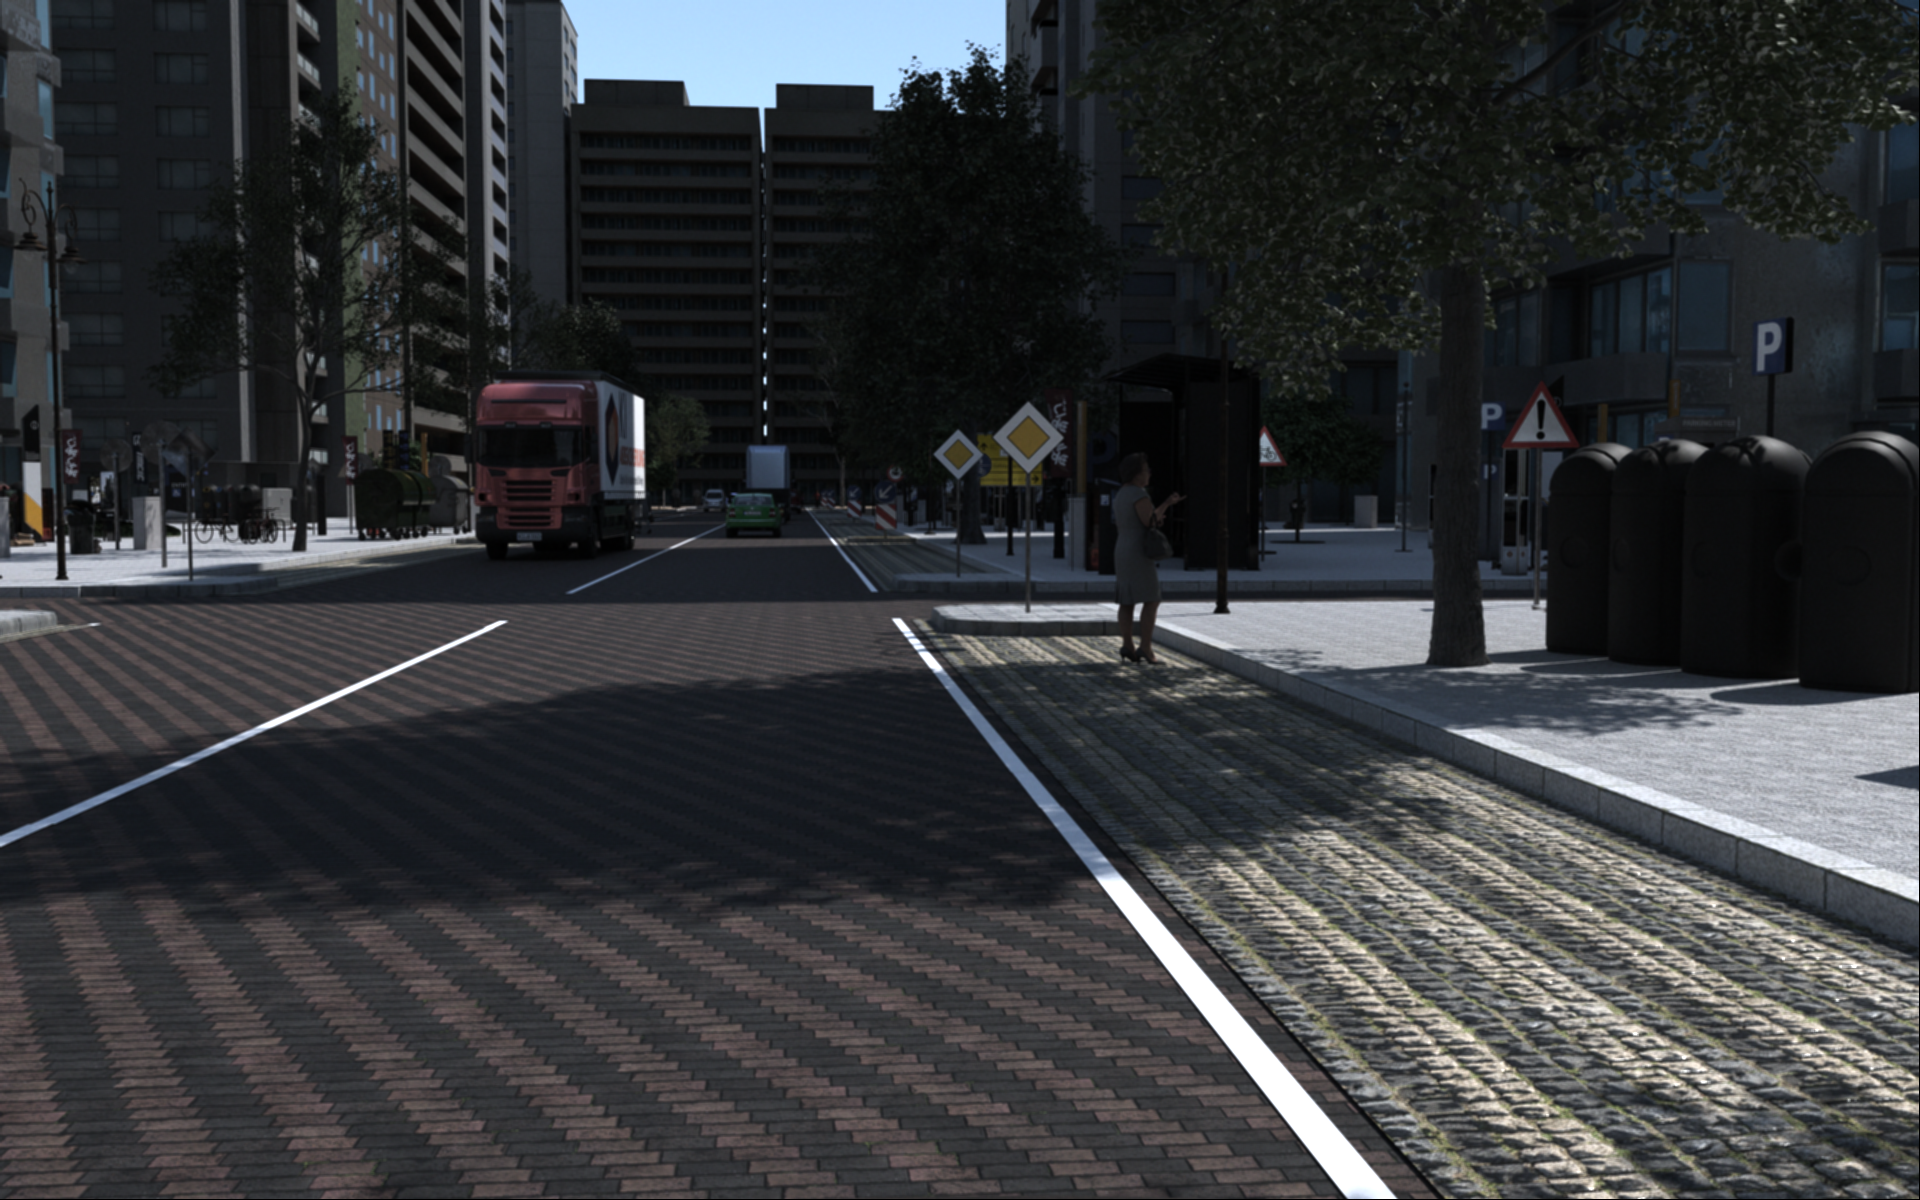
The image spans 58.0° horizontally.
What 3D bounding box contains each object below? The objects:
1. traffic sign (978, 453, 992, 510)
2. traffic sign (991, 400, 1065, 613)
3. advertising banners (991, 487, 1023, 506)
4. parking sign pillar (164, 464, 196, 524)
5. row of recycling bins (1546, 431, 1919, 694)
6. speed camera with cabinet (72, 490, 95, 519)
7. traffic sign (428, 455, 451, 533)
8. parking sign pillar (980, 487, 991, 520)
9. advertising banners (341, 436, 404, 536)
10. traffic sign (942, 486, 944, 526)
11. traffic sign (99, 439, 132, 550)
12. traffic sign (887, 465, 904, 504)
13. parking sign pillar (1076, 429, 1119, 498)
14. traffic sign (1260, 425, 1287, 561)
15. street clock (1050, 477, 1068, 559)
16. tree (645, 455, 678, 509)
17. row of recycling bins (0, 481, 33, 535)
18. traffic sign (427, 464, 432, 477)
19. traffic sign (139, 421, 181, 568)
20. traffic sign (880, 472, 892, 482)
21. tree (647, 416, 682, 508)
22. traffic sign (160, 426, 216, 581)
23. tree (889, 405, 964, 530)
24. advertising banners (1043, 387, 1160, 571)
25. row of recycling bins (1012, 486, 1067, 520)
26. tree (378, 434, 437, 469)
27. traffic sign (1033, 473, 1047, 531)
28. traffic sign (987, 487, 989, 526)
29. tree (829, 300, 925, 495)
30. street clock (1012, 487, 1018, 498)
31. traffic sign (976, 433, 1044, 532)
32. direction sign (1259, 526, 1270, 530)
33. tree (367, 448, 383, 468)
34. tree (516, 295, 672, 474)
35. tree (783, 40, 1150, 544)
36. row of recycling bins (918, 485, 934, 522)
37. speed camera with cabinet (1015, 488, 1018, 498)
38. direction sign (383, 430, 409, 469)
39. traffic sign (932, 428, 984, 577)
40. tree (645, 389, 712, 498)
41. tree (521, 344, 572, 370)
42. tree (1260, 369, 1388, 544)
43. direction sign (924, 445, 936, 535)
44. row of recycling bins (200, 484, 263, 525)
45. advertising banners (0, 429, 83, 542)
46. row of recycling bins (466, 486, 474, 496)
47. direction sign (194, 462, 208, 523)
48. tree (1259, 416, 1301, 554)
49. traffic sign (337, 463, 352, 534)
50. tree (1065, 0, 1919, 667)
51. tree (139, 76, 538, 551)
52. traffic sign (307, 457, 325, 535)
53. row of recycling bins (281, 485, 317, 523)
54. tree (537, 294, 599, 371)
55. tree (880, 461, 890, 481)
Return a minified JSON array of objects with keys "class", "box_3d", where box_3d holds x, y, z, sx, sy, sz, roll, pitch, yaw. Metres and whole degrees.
[{"class":"traffic sign","box_3d":[0.576,-3.211,52.601,0.768,2.556,0.104,0,4,4]},{"class":"traffic sign","box_3d":[0.731,-0.919,18.667,0.795,2.450,0.064,0,4,-5]},{"class":"advertising banners","box_3d":[2.161,-5.206,81.298,2.074,3.025,0.090,2,4,28]},{"class":"parking sign pillar","box_3d":[-34.264,-5.341,75.800,1.447,3.967,1.447,-1,4,-11]},{"class":"row of recycling bins","box_3d":[5.577,-0.344,12.744,1.069,1.692,3.534,-1,4,-17]},{"class":"speed camera with cabinet","box_3d":[-38.237,-4.903,74.507,2.038,3.252,0.660,-2,4,-28]},{"class":"traffic sign","box_3d":[-17.042,-3.463,56.726,0.768,2.556,0.104,0,4,-1]},{"class":"parking sign pillar","box_3d":[0.665,-5.235,74.067,1.447,3.967,1.447,1,4,21]},{"class":"advertising banners","box_3d":[-17.792,-3.449,52.583,0.090,3.025,2.074,3,5,42]},{"class":"traffic sign","box_3d":[-0.696,-4.259,69.741,0.768,2.556,0.104,0,4,2]},{"class":"traffic sign","box_3d":[-19.384,-2.426,39.778,0.768,2.556,0.104,0,4,3]},{"class":"traffic sign","box_3d":[-2.730,-4.485,73.443,0.768,2.556,0.104,0,3,0]},{"class":"parking sign pillar","box_3d":[4.263,-3.968,53.341,1.447,3.967,1.447,-1,4,-16]},{"class":"traffic sign","box_3d":[5.766,-2.013,32.916,0.884,2.594,0.081,0,4,1]},{"class":"street clock","box_3d":[1.976,-1.831,34.509,0.358,2.002,0.471,1,4,16]},{"class":"tree","box_3d":[-25.205,-9.860,144.930,4.285,4.588,4.351,0,3,0]},{"class":"row of recycling bins","box_3d":[-30.288,-2.855,53.791,1.069,1.692,3.534,1,4,19]},{"class":"traffic sign","box_3d":[-22.765,-4.536,74.275,0.768,2.556,0.104,0,3,0]},{"class":"traffic sign","box_3d":[-13.897,-1.839,30.178,0.768,2.556,0.104,0,4,-3]},{"class":"traffic sign","box_3d":[-4.228,-6.064,99.248,0.768,2.556,0.104,0,4,-5]},{"class":"tree","box_3d":[-27.752,-12.874,160.856,4.737,8.622,4.395,0,3,0]},{"class":"traffic sign","box_3d":[-11.373,-1.340,25.558,0.795,2.450,0.064,0,4,-5]},{"class":"tree","box_3d":[-0.863,-4.792,62.058,4.285,4.588,4.351,0,3,0]},{"class":"advertising banners","box_3d":[2.354,-1.994,28.789,2.074,3.025,0.090,-1,4,-18]},{"class":"row of recycling bins","box_3d":[3.555,-4.816,85.852,3.534,1.692,1.069,2,4,32]},{"class":"tree","box_3d":[-28.834,-6.505,90.073,4.285,4.588,4.351,0,3,0]},{"class":"traffic sign","box_3d":[2.570,-3.657,59.790,0.884,2.594,0.081,0,4,2]},{"class":"traffic sign","box_3d":[1.114,-4.254,69.658,0.768,2.556,0.104,0,4,3]},{"class":"tree","box_3d":[-2.837,-10.346,87.284,7.486,12.596,7.792,0,3,0]},{"class":"street clock","box_3d":[2.363,-4.361,75.880,0.358,2.002,0.471,-1,4,-9]},{"class":"traffic sign","box_3d":[1.656,-3.912,57.826,2.265,3.308,0.079,0,3,0]},{"class":"direction sign","box_3d":[10.886,-4.273,61.869,0.876,3.537,0.379,0,4,7]},{"class":"tree","box_3d":[-24.693,-4.790,72.910,1.663,3.219,1.824,0,3,0]},{"class":"tree","box_3d":[-21.375,-11.203,100.177,9.611,12.733,9.660,0,3,0]},{"class":"tree","box_3d":[0.267,-7.789,44.350,9.611,12.733,9.660,0,3,0]},{"class":"row of recycling bins","box_3d":[-1.866,-4.441,79.720,1.069,1.692,3.534,1,4,9]},{"class":"speed camera with cabinet","box_3d":[3.860,-6.087,93.864,2.038,3.252,0.660,3,5,43]},{"class":"direction sign","box_3d":[-19.917,-4.235,61.238,0.876,3.537,0.379,-2,4,-26]},{"class":"traffic sign","box_3d":[-0.028,-1.405,26.616,0.795,2.450,0.064,0,4,-5]},{"class":"tree","box_3d":[-28.103,-15.007,171.116,9.928,11.665,9.643,0,3,0]},{"class":"tree","box_3d":[-19.341,-8.171,83.962,4.360,8.622,3.978,0,3,0]},{"class":"tree","box_3d":[8.813,-3.776,45.456,4.285,4.588,4.351,0,3,0]},{"class":"direction sign","box_3d":[-0.951,-3.843,54.832,0.379,3.537,0.876,0,4,3]},{"class":"row of recycling bins","box_3d":[-30.542,-4.008,72.644,3.534,1.692,1.069,2,4,32]},{"class":"advertising banners","box_3d":[-24.592,-3.070,46.380,2.074,3.025,0.090,-1,4,-20]},{"class":"row of recycling bins","box_3d":[-21.137,-4.390,78.887,3.534,1.692,1.069,-2,4,-33]},{"class":"direction sign","box_3d":[-34.069,-5.246,77.773,0.379,3.537,0.876,1,4,16]},{"class":"tree","box_3d":[6.202,-2.600,37.108,1.663,3.219,1.824,0,3,0]},{"class":"traffic sign","box_3d":[-19.563,-3.399,55.583,0.884,2.594,0.081,0,4,1]},{"class":"tree","box_3d":[3.867,-5.758,12.267,7.486,12.596,7.792,0,3,0]},{"class":"tree","box_3d":[-14.439,-6.360,38.398,7.601,10.594,8.767,0,4,2]},{"class":"traffic sign","box_3d":[-20.315,-3.254,54.380,0.795,2.450,0.064,0,4,-1]},{"class":"row of recycling bins","box_3d":[-29.629,-4.301,77.437,1.069,1.692,3.534,-2,4,-35]},{"class":"tree","box_3d":[-17.625,-8.143,67.558,8.767,10.594,7.601,2,4,25]},{"class":"tree","box_3d":[-3.939,-8.858,95.182,4.360,8.622,3.978,0,3,0]}]
